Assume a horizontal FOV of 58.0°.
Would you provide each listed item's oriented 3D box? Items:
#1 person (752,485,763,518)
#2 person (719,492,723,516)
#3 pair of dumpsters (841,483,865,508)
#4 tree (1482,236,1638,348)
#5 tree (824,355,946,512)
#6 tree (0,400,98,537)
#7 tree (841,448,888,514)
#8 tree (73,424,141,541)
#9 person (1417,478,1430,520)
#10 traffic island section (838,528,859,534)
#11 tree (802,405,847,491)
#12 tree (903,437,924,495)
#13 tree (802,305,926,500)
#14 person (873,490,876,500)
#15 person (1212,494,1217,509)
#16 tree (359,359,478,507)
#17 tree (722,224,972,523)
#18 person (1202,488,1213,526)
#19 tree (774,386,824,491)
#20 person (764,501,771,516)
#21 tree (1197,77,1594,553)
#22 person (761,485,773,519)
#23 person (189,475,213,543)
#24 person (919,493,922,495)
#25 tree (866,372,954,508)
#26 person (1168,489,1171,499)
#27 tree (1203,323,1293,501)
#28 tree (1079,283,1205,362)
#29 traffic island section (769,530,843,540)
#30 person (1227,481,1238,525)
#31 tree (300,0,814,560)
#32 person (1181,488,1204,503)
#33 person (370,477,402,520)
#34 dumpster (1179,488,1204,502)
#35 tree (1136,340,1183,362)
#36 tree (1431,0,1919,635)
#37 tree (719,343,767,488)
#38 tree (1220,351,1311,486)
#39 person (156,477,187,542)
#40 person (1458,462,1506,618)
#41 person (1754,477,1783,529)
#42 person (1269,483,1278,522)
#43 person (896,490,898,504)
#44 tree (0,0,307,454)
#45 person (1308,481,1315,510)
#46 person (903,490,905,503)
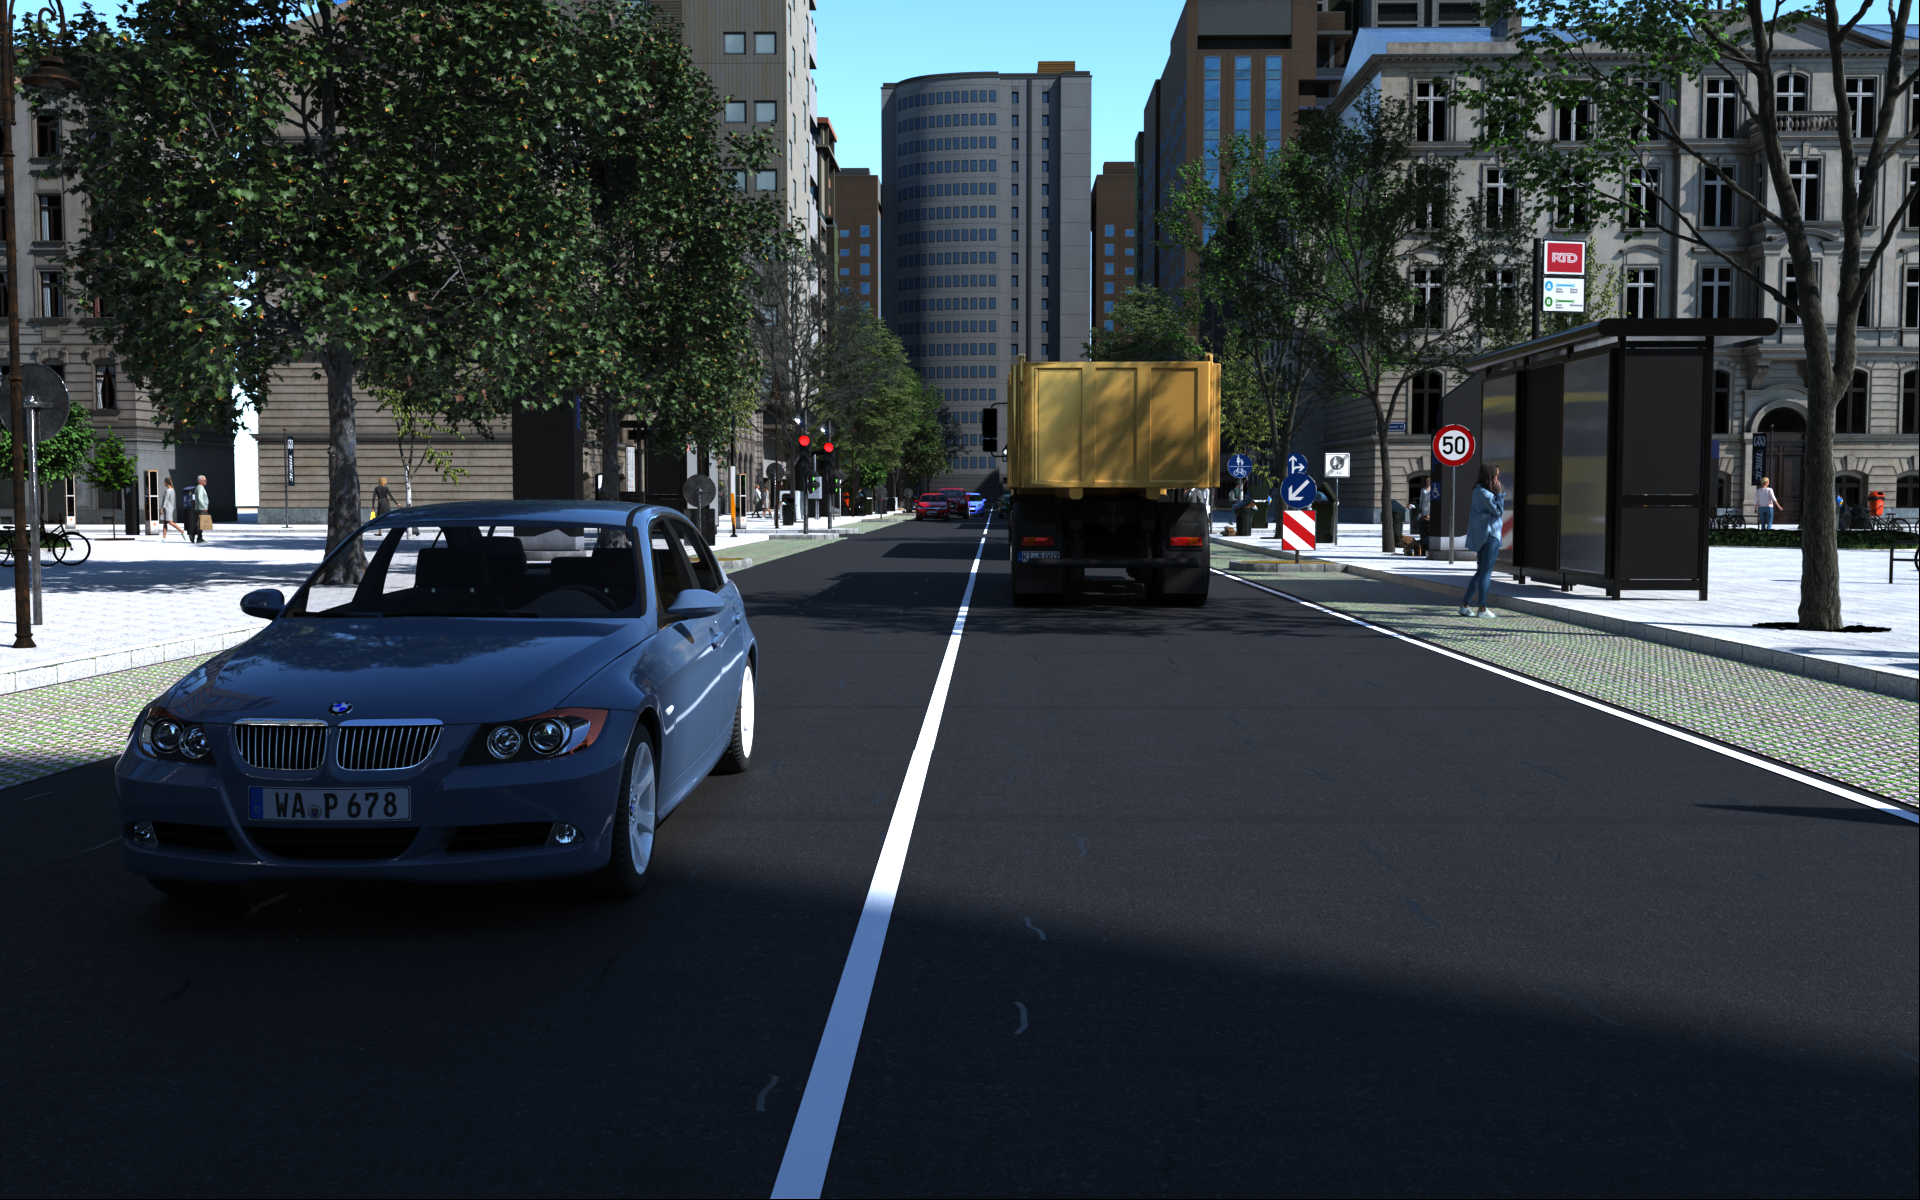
[{"bbox_3d":[-11.015,-5.348,93.711,0.641,1.798,0.478,-2,4,-25],"label":"person"},{"bbox_3d":[-14.019,-5.771,100.577,0.590,1.801,0.661,1,4,11],"label":"person"},{"bbox_3d":[-7.269,-7.036,117.530,1.574,2.255,4.437,0,4,1],"label":"pair of dumpsters"},{"bbox_3d":[17.110,-6.041,49.141,4.737,8.622,4.395,0,3,0],"label":"tree"},{"bbox_3d":[-6.271,-12.172,124.766,9.928,11.665,9.643,0,3,0],"label":"tree"},{"bbox_3d":[-27.177,-4.119,51.058,4.285,4.588,4.351,0,3,0],"label":"tree"},{"bbox_3d":[-6.052,-7.794,111.143,4.285,4.588,4.351,0,3,0],"label":"tree"},{"bbox_3d":[-23.632,-3.267,48.010,1.663,3.219,1.824,0,3,0],"label":"tree"},{"bbox_3d":[14.348,-2.844,52.899,0.694,1.780,0.624,2,4,31],"label":"person"},{"bbox_3d":[-4.798,-2.525,63.563,2.009,0.180,2.903,0,4,1],"label":"traffic island section"},{"bbox_3d":[-10.512,-11.197,133.427,4.737,8.622,4.395,0,3,0],"label":"tree"},{"bbox_3d":[-4.553,-14.173,182.085,4.737,8.622,4.395,0,3,0],"label":"tree"},{"bbox_3d":[-5.790,-11.359,103.851,7.486,12.596,7.792,0,3,0],"label":"tree"},{"bbox_3d":[-10.089,-11.869,200.931,0.721,1.723,1.217,2,4,31],"label":"person"},{"bbox_3d":[21.674,-8.404,146.678,0.991,1.433,0.599,-1,4,-19],"label":"person"},{"bbox_3d":[-15.378,-5.994,48.366,4.737,8.622,4.395,0,3,0],"label":"tree"},{"bbox_3d":[-7.525,-10.252,77.986,12.009,13.543,11.850,0,3,0],"label":"tree"},{"bbox_3d":[9.654,-3.762,67.901,0.624,1.780,0.694,0,4,-6],"label":"person"},{"bbox_3d":[-10.555,-10.076,115.100,4.360,8.622,3.978,0,3,0],"label":"tree"},{"bbox_3d":[-11.181,-5.513,100.448,0.475,1.303,0.640,3,5,41],"label":"person"},{"bbox_3d":[9.497,-6.344,38.132,8.767,10.594,7.601,0,4,7],"label":"tree"},{"bbox_3d":[-9.899,-5.003,88.592,0.466,1.731,0.760,3,4,39],"label":"person"},{"bbox_3d":[-19.804,-2.361,45.139,0.515,1.767,0.782,-2,4,-32],"label":"person"},{"bbox_3d":[-4.016,-10.224,176.445,0.421,1.427,0.697,-1,4,-14],"label":"person"},{"bbox_3d":[-5.301,-14.733,157.889,9.611,12.733,9.660,0,3,0],"label":"tree"},{"bbox_3d":[16.196,-7.841,134.467,0.478,1.798,0.641,-2,4,-34],"label":"person"},{"bbox_3d":[12.145,-7.578,74.270,4.737,8.622,4.395,0,3,0],"label":"tree"},{"bbox_3d":[10.055,-10.731,93.584,7.486,12.596,7.792,0,3,0],"label":"tree"},{"bbox_3d":[-4.965,-2.037,55.580,2.009,0.180,2.903,0,4,1],"label":"traffic island section"},{"bbox_3d":[11.395,-4.002,71.461,0.713,1.824,0.794,1,4,9],"label":"person"},{"bbox_3d":[-8.069,-7.498,39.603,9.611,12.733,9.660,0,3,0],"label":"tree"},{"bbox_3d":[6.289,-2.343,46.989,0.473,1.802,0.592,-1,4,-23],"label":"person"},{"bbox_3d":[-17.284,-2.846,52.798,1.509,1.804,0.699,2,4,27],"label":"person"},{"bbox_3d":[10.556,-4.442,78.390,1.264,1.857,1.865,0,4,1],"label":"dumpster"},{"bbox_3d":[9.532,-8.167,83.898,4.360,8.622,3.978,0,3,0],"label":"tree"},{"bbox_3d":[8.197,-5.530,16.177,9.928,11.665,9.643,0,3,0],"label":"tree"},{"bbox_3d":[-9.693,-7.148,67.240,4.737,8.622,4.395,0,3,0],"label":"tree"},{"bbox_3d":[15.185,-8.323,86.438,4.360,8.622,3.978,0,3,0],"label":"tree"},{"bbox_3d":[-21.310,-2.444,46.753,0.760,1.731,0.466,-3,5,-44],"label":"person"},{"bbox_3d":[6.029,-0.687,19.996,0.793,1.790,0.793,-2,4,-30],"label":"person"},{"bbox_3d":[22.040,-2.479,47.243,0.731,1.740,0.598,2,4,31],"label":"person"},{"bbox_3d":[14.533,-4.517,80.071,0.466,1.800,0.511,2,4,25],"label":"person"},{"bbox_3d":[-7.398,-11.836,200.250,0.721,1.739,1.217,0,4,8],"label":"person"},{"bbox_3d":[-8.849,-6.576,24.521,9.611,12.733,9.660,0,3,0],"label":"tree"},{"bbox_3d":[14.097,-3.861,69.054,0.514,1.842,0.818,-3,5,-43],"label":"person"},{"bbox_3d":[-6.463,-11.656,197.330,1.217,1.743,0.721,-1,4,-16],"label":"person"}]
